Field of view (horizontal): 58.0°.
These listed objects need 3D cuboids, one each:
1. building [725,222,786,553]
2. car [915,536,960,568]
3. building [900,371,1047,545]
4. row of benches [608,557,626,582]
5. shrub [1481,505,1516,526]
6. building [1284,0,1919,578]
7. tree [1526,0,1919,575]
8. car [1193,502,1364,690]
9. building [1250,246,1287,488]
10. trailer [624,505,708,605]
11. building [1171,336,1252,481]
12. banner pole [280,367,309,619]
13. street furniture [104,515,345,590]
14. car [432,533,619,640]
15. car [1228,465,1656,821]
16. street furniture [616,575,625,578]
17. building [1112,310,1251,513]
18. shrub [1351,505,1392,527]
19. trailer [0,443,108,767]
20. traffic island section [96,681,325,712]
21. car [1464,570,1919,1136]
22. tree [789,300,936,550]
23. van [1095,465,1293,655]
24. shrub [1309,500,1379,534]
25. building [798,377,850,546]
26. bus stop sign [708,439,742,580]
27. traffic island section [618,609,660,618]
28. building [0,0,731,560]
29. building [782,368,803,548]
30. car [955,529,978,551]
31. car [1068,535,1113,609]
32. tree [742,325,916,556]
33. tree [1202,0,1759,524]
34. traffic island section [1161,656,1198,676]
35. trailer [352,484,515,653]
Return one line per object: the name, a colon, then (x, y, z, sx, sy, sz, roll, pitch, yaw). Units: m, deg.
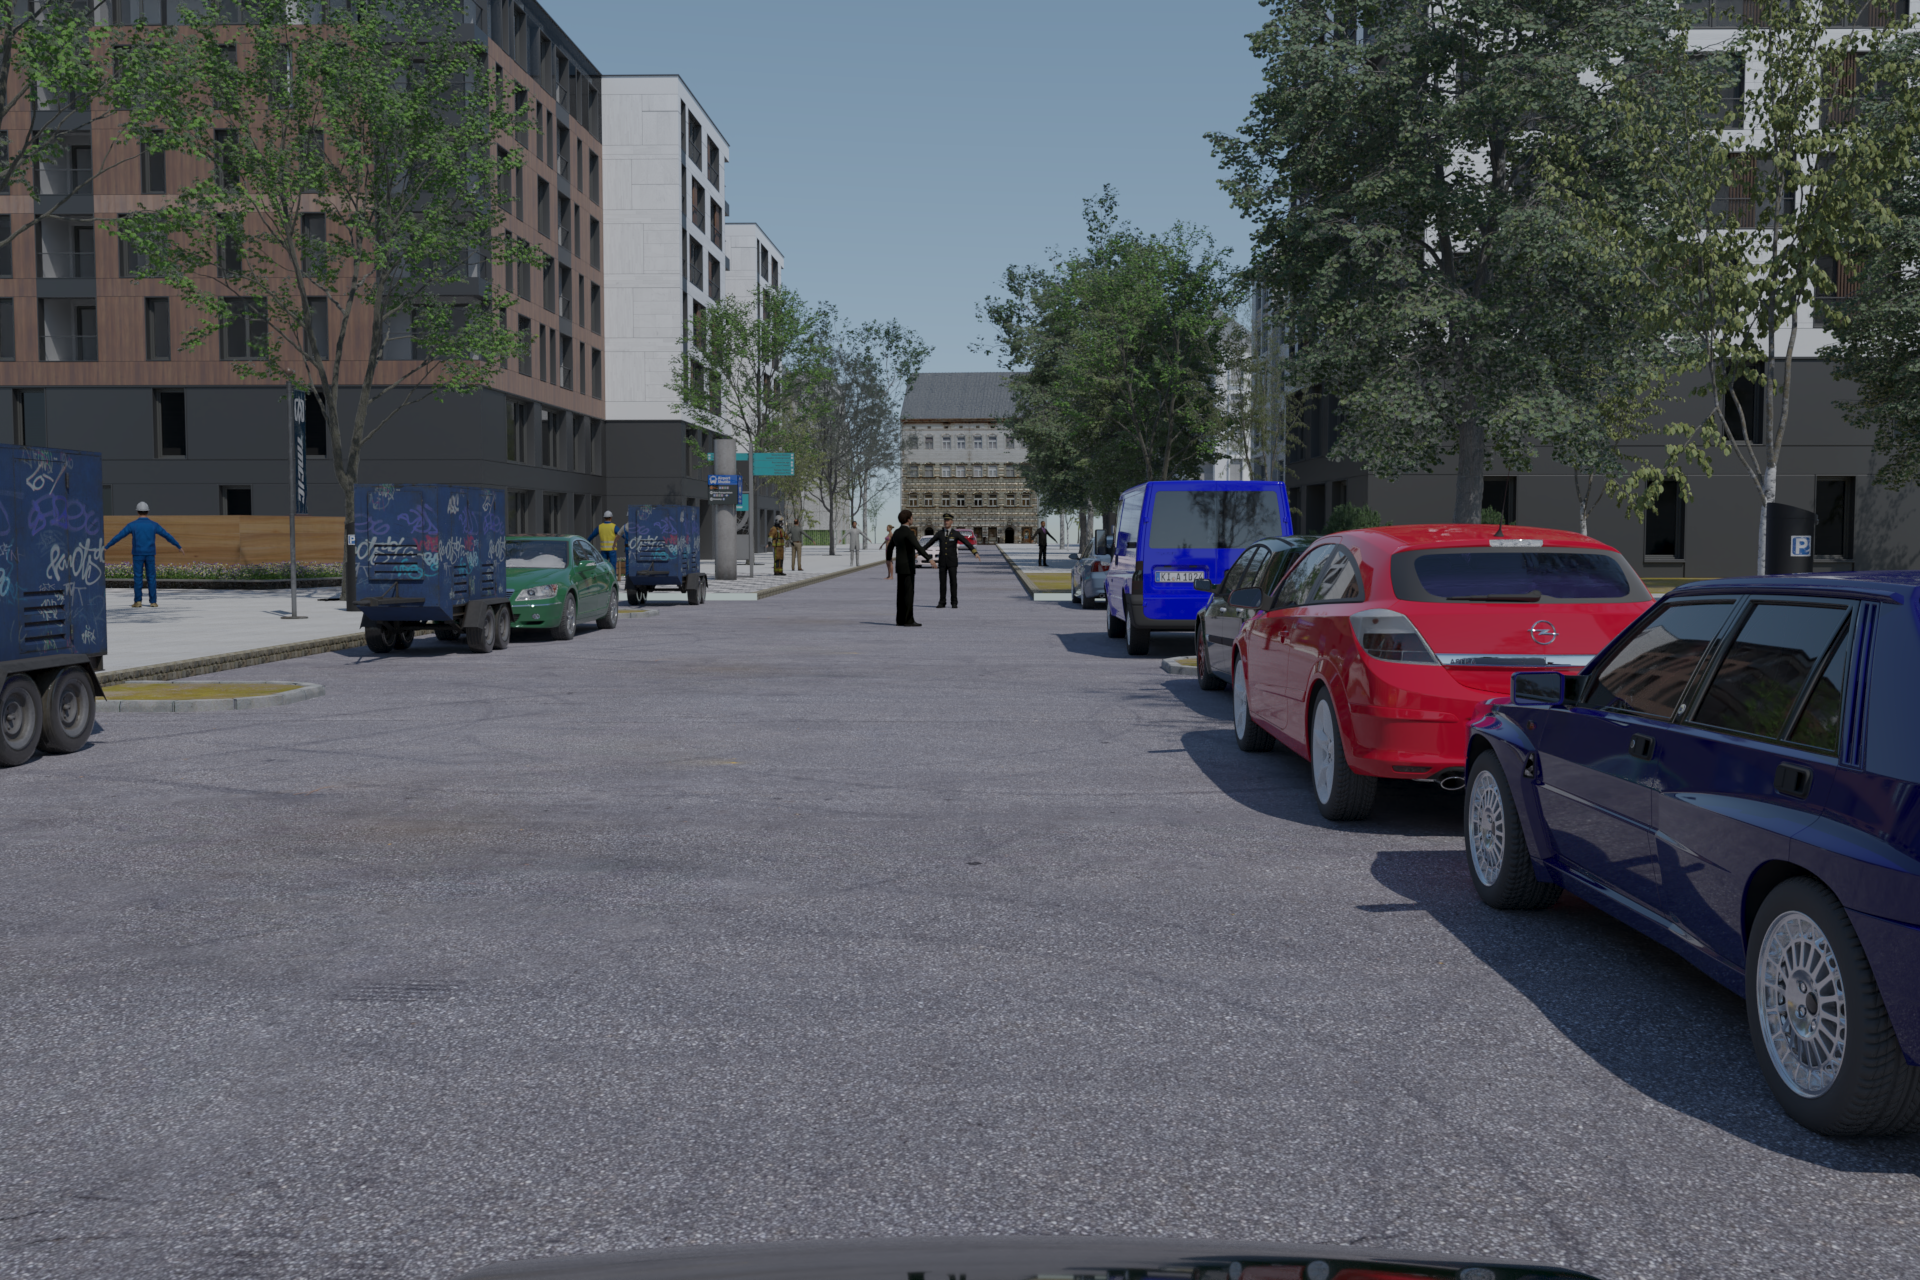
building: (-27.357, -16.402, 112.146, 27.936, 21.610, 32.646, 0, 4, 2)
car: (-1.027, -3.755, 73.760, 2.083, 1.381, 4.827, 0, 4, 1)
building: (2.199, -24.470, 233.470, 18.063, 23.208, 19.493, 0, 4, 6)
row of benches: (-9.640, -1.900, 46.530, 1.422, 0.672, 4.104, 2, 4, 26)
shrub: (14.382, -2.643, 47.262, 1.661, 2.075, 1.752, 0, 3, 0)
building: (26.049, -13.583, 66.064, 27.936, 21.610, 32.646, 0, 4, 1)
tree: (8.798, -4.208, 19.159, 4.737, 8.622, 4.395, 0, 3, 0)
car: (3.051, -0.300, 14.685, 2.009, 1.686, 4.222, 0, 4, 0)
building: (27.316, -14.205, 98.702, 16.747, 18.905, 31.486, 0, 4, 1)
trailer: (-5.972, -1.678, 34.485, 1.471, 1.999, 3.904, 0, 4, 1)
building: (25.201, -18.838, 164.425, 16.016, 20.090, 11.380, 0, 4, 1)
banner pole: (-10.086, -2.223, 26.363, 0.401, 3.779, 0.863, 0, 4, 0)
street furniture: (-18.061, -2.182, 42.538, 11.010, 1.723, 9.812, 1, 4, 17)
car: (-6.142, -0.798, 24.845, 2.131, 1.459, 4.920, 0, 4, 0)
car: (2.716, -0.067, 10.134, 2.155, 1.783, 4.494, 0, 4, 1)
street furniture: (-13.140, -2.289, 53.046, 10.072, 0.657, 5.734, 0, 4, -7)
building: (24.610, -21.136, 176.494, 19.493, 23.208, 18.063, 0, 4, 1)
shrub: (10.227, -2.441, 43.948, 1.661, 2.075, 1.752, 0, 3, 0)
trailer: (-6.507, -0.195, 10.236, 1.471, 1.999, 3.904, 0, 4, 1)
traffic island section: (-6.639, 0.486, 14.921, 1.991, 0.108, 1.994, 0, 4, 1)
car: (2.869, 0.435, 5.465, 1.945, 1.354, 3.894, 0, 3, 0)
tree: (-8.717, -17.440, 141.029, 12.611, 20.169, 13.585, 0, 3, 0)
van: (2.940, -1.085, 22.127, 2.240, 2.365, 5.245, 0, 4, 0)
shrub: (8.945, -2.211, 40.194, 1.661, 2.075, 1.752, 0, 3, 0)
building: (-22.431, -20.684, 204.641, 16.747, 18.905, 31.486, 0, 3, 0)
bus stop sign: (-6.555, -3.631, 48.386, 0.837, 3.901, 0.837, 0, 4, 1)
traffic island section: (-6.339, -0.454, 30.297, 1.991, 0.108, 1.994, 0, 4, 1)
building: (-26.474, -14.166, 75.589, 27.936, 21.610, 32.646, 0, 4, 2)
building: (-25.423, -20.601, 167.752, 19.493, 23.208, 18.063, 0, 3, 0)
car: (0.190, -7.263, 127.423, 2.281, 1.827, 5.304, 0, 4, 0)
car: (3.194, -1.374, 34.471, 2.014, 1.417, 4.499, 0, 4, 0)
tree: (-7.768, -11.767, 102.756, 12.009, 13.543, 11.850, 0, 3, 0)
tree: (9.167, -7.601, 30.939, 9.857, 13.997, 8.962, 0, 3, 0)
traffic island section: (3.150, 0.284, 18.217, 1.991, 0.108, 1.994, 0, 4, 1)
trailer: (-6.375, -0.817, 20.402, 1.471, 1.999, 3.904, 0, 4, 1)
